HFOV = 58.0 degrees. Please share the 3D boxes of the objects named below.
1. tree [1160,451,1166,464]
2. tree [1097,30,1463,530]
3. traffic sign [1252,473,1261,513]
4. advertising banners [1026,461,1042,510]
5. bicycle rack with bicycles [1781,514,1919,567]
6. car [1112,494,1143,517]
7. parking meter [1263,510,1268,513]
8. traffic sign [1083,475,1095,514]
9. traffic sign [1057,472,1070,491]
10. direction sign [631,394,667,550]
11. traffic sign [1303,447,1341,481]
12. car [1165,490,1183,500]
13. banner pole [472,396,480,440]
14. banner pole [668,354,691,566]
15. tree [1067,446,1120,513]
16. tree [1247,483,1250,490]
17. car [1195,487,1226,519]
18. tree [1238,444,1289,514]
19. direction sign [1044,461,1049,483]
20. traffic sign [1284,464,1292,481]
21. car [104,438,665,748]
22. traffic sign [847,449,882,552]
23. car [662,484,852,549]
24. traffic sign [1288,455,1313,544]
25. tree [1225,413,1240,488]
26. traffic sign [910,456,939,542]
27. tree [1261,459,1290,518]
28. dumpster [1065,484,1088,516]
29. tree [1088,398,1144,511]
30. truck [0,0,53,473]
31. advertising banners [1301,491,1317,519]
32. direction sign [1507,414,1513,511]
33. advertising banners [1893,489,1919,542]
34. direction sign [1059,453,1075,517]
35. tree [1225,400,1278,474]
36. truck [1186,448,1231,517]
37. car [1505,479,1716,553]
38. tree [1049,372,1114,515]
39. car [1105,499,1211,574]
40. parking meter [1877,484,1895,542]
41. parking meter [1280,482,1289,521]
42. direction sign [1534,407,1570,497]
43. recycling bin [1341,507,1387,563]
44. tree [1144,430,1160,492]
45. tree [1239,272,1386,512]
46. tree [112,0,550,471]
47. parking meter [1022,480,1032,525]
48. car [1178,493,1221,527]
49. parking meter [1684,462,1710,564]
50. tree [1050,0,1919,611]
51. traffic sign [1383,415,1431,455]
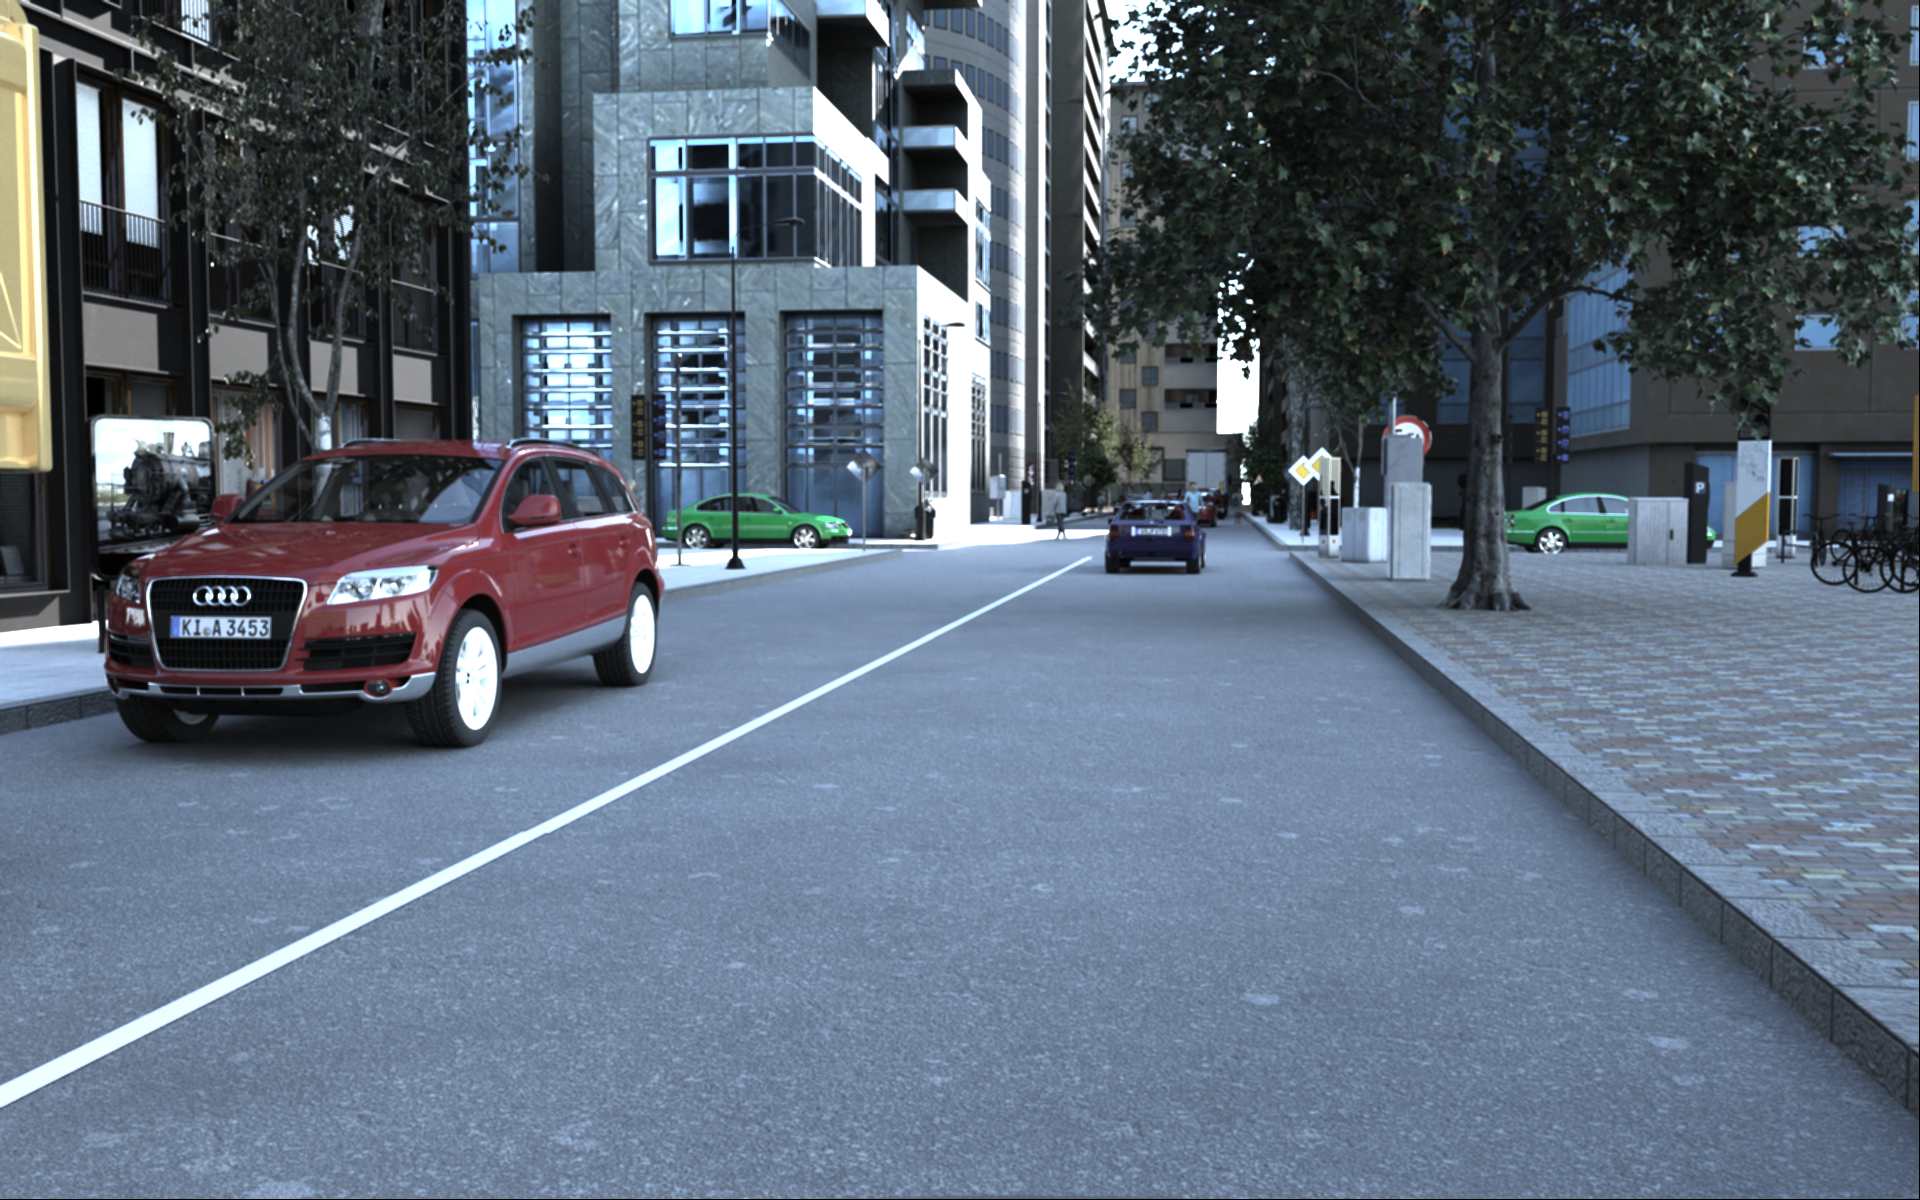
[{"bbox_3d":[20.626,-14.914,194.213,4.360,8.622,3.978,0,3,0],"label":"tree"},{"bbox_3d":[10.980,-12.496,60.204,12.611,20.169,13.585,0,3,0],"label":"tree"},{"bbox_3d":[18.664,-6.611,108.092,0.884,2.594,0.081,1,4,10],"label":"traffic sign"},{"bbox_3d":[4.510,-5.852,91.860,2.074,3.025,0.090,0,4,-1],"label":"advertising banners"},{"bbox_3d":[16.228,-1.101,31.381,2.852,0.926,2.925,1,4,9],"label":"bicycle rack with bicycles"},{"bbox_3d":[9.966,-5.604,101.405,2.009,1.686,4.222,1,4,9],"label":"car"},{"bbox_3d":[20.531,-6.593,116.203,0.372,1.533,0.369,0,3,0],"label":"parking meter"},{"bbox_3d":[8.440,-6.939,113.557,0.768,2.556,0.104,1,4,10],"label":"traffic sign"},{"bbox_3d":[5.878,-6.009,98.352,0.768,2.556,0.104,1,4,14],"label":"traffic sign"},{"bbox_3d":[-7.087,-2.905,39.489,0.876,3.537,0.379,1,4,18],"label":"direction sign"},{"bbox_3d":[7.709,-2.037,36.941,0.795,2.450,0.064,1,4,8],"label":"traffic sign"},{"bbox_3d":[21.366,-10.003,172.228,2.281,1.827,5.304,0,4,7],"label":"car"},{"bbox_3d":[-11.034,-3.003,39.119,0.401,3.779,0.863,-3,5,-43],"label":"banner pole"},{"bbox_3d":[-4.978,-2.492,30.759,0.401,3.779,0.863,-1,4,-13],"label":"banner pole"},{"bbox_3d":[9.143,-8.378,120.693,4.285,4.588,4.351,0,3,0],"label":"tree"},{"bbox_3d":[26.668,-9.778,154.472,1.663,3.219,1.824,0,3,0],"label":"tree"},{"bbox_3d":[14.201,-5.572,99.772,2.281,1.827,5.304,0,4,7],"label":"car"},{"bbox_3d":[19.591,-7.766,110.694,4.285,4.588,4.351,0,3,0],"label":"tree"},{"bbox_3d":[5.714,-7.732,118.412,0.876,3.537,0.379,-2,4,-33],"label":"direction sign"},{"bbox_3d":[13.820,-4.389,71.860,0.768,2.556,0.104,1,4,12],"label":"traffic sign"},{"bbox_3d":[-3.535,-0.177,11.567,2.281,1.827,5.304,0,4,7],"label":"car"},{"bbox_3d":[-2.125,-2.127,38.418,0.795,2.450,0.064,1,4,8],"label":"traffic sign"},{"bbox_3d":[-5.085,-2.126,43.563,4.718,1.807,1.959,0,4,7],"label":"car"},{"bbox_3d":[8.883,-2.520,44.840,0.795,2.450,0.064,1,4,8],"label":"traffic sign"},{"bbox_3d":[21.738,-10.826,127.360,4.360,8.622,3.978,0,3,0],"label":"tree"},{"bbox_3d":[-0.951,-2.610,46.316,0.795,2.450,0.064,1,4,8],"label":"traffic sign"},{"bbox_3d":[17.568,-6.139,94.970,1.663,3.219,1.824,0,3,0],"label":"tree"},{"bbox_3d":[6.664,-5.764,99.992,1.264,1.857,1.865,1,4,9],"label":"dumpster"},{"bbox_3d":[11.515,-11.147,132.613,4.360,8.622,3.978,0,3,0],"label":"tree"},{"bbox_3d":[-5.068,-0.337,1.434,3.469,3.379,9.791,1,4,8],"label":"truck"},{"bbox_3d":[17.778,-5.583,87.462,2.074,3.025,0.090,2,4,33],"label":"advertising banners"},{"bbox_3d":[15.769,-3.531,49.726,0.379,3.537,0.876,1,4,10],"label":"direction sign"},{"bbox_3d":[24.704,-2.933,44.138,0.090,3.025,2.074,-3,4,-39],"label":"advertising banners"},{"bbox_3d":[5.877,-6.330,95.489,0.876,3.537,0.379,0,4,-7],"label":"direction sign"},{"bbox_3d":[22.736,-11.234,134.045,4.737,8.622,4.395,0,3,0],"label":"tree"},{"bbox_3d":[16.082,-7.539,112.182,2.839,4.237,11.283,1,4,10],"label":"truck"},{"bbox_3d":[14.828,-1.895,39.788,4.718,1.807,1.959,0,4,8],"label":"car"},{"bbox_3d":[7.204,-9.400,104.058,4.737,8.622,4.395,0,3,0],"label":"tree"},{"bbox_3d":[3.716,-1.223,32.573,1.945,1.354,3.894,1,4,10],"label":"car"},{"bbox_3d":[23.477,-2.173,43.946,0.372,1.533,0.369,0,3,0],"label":"parking meter"},{"bbox_3d":[15.249,-4.635,81.496,0.399,1.863,0.255,1,4,18],"label":"parking meter"},{"bbox_3d":[15.415,-3.251,45.147,0.876,3.537,0.379,0,4,8],"label":"direction sign"},{"bbox_3d":[7.685,-1.229,32.642,0.722,1.027,0.722,-2,4,-34],"label":"recycling bin"},{"bbox_3d":[16.872,-13.428,169.915,4.360,8.622,3.978,0,3,0],"label":"tree"},{"bbox_3d":[10.765,-5.962,47.849,4.360,8.622,3.978,0,3,0],"label":"tree"},{"bbox_3d":[-6.179,-4.069,16.891,4.360,8.622,3.978,0,3,0],"label":"tree"},{"bbox_3d":[2.802,-4.109,72.888,0.399,1.863,0.255,0,4,-3],"label":"parking meter"},{"bbox_3d":[10.386,-4.116,76.333,2.155,1.783,4.494,1,4,10],"label":"car"},{"bbox_3d":[13.574,-1.604,31.939,0.399,1.863,0.255,-1,4,-9],"label":"parking meter"},{"bbox_3d":[5.782,-6.247,19.147,9.611,12.733,9.660,0,3,0],"label":"tree"},{"bbox_3d":[7.243,-1.715,28.141,0.768,2.556,0.104,1,4,9],"label":"traffic sign"}]
